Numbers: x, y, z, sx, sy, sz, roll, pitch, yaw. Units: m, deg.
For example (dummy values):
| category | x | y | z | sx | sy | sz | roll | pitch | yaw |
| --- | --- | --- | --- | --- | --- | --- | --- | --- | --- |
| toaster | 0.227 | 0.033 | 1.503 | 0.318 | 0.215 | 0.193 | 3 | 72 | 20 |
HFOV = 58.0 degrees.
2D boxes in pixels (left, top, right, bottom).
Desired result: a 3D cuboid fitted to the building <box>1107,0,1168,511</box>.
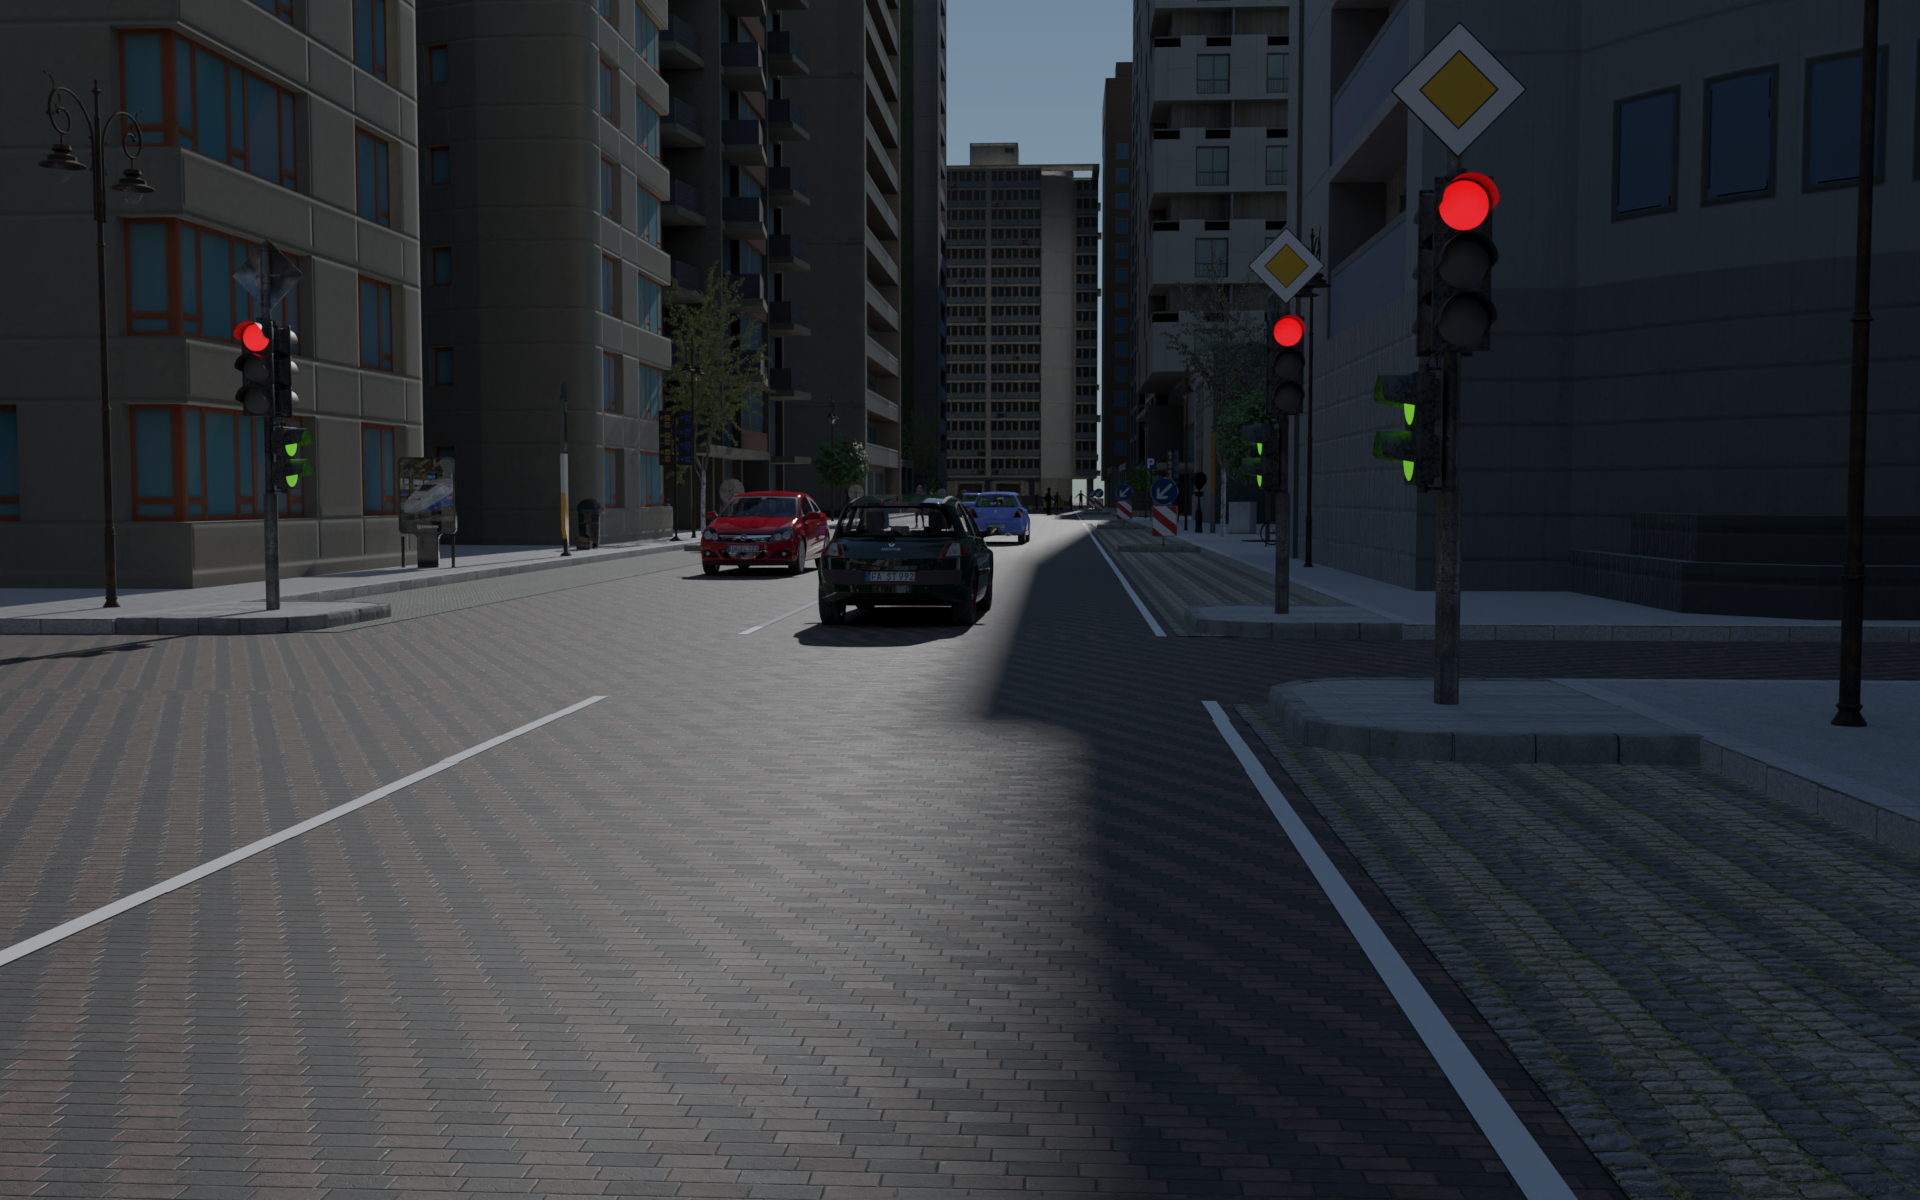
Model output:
| category | x | y | z | sx | sy | sz | roll | pitch | yaw |
| --- | --- | --- | --- | --- | --- | --- | --- | --- | --- |
| building | 24.049 | -43.964 | 157.063 | 20.563 | 71.187 | 20.611 | 0 | 4 | 3 |

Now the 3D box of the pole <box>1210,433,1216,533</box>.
| category | x | y | z | sx | sy | sz | roll | pitch | yaw |
| --- | --- | --- | --- | --- | --- | --- | --- | --- | --- |
| pole | 8.318 | -3.857 | 56.900 | 0.158 | 3.312 | 0.155 | 0 | 3 | 0 |

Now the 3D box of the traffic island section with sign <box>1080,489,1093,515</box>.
| category | x | y | z | sx | sy | sz | roll | pitch | yaw |
| --- | --- | --- | --- | --- | --- | --- | --- | --- | --- |
| traffic island section with sign | 9.519 | -6.821 | 120.156 | 1.989 | 1.847 | 2.006 | 0 | 4 | 3 |

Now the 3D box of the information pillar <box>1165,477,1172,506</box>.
| category | x | y | z | sx | sy | sz | roll | pitch | yaw |
| --- | --- | --- | --- | --- | --- | --- | --- | --- | --- |
| information pillar | 8.992 | -4.297 | 74.740 | 0.304 | 2.012 | 0.304 | 1 | 4 | 10 |

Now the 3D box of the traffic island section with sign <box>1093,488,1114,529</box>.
| category | x | y | z | sx | sy | sz | roll | pitch | yaw |
| --- | --- | --- | --- | --- | --- | --- | --- | --- | --- |
| traffic island section with sign | 6.572 | -3.797 | 70.714 | 1.989 | 1.847 | 2.006 | 0 | 4 | 3 |

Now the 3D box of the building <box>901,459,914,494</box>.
| category | x | y | z | sx | sy | sz | roll | pitch | yaw |
| --- | --- | --- | --- | --- | --- | --- | --- | --- | --- |
| building | -14.024 | -42.023 | 125.336 | 20.563 | 71.187 | 20.611 | 0 | 4 | 3 |

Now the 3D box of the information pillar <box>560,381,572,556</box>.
| category | x | y | z | sx | sy | sz | roll | pitch | yaw |
| --- | --- | --- | --- | --- | --- | --- | --- | --- | --- |
| information pillar | -8.162 | -2.714 | 35.723 | 0.183 | 3.616 | 0.504 | 0 | 4 | -5 |

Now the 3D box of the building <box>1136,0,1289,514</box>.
| category | x | y | z | sx | sy | sz | roll | pitch | yaw |
| --- | --- | --- | --- | --- | --- | --- | --- | --- | --- |
| building | 25.582 | -32.027 | 112.876 | 28.713 | 52.752 | 27.495 | 0 | 4 | 3 |

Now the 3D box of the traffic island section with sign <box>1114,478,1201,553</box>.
| category | x | y | z | sx | sy | sz | roll | pitch | yaw |
| --- | --- | --- | --- | --- | --- | --- | --- | --- | --- |
| traffic island section with sign | 4.933 | -2.111 | 43.137 | 1.989 | 1.847 | 2.006 | 0 | 4 | 3 |

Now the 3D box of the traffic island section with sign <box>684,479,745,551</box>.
| category | x | y | z | sx | sy | sz | roll | pitch | yaw |
| --- | --- | --- | --- | --- | --- | --- | --- | --- | --- |
| traffic island section with sign | -5.843 | -2.168 | 44.068 | 1.989 | 1.847 | 2.006 | 0 | 4 | 3 |

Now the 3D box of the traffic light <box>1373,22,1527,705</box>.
| category | x | y | z | sx | sy | sz | roll | pitch | yaw |
| --- | --- | --- | --- | --- | --- | --- | --- | --- | --- |
| traffic light | 2.961 | -1.320 | 10.498 | 0.839 | 4.253 | 0.868 | 0 | 4 | 3 |

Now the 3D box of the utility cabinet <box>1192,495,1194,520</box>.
| category | x | y | z | sx | sy | sz | roll | pitch | yaw |
| --- | --- | --- | --- | --- | --- | --- | --- | --- | --- |
| utility cabinet | 11.765 | -4.581 | 86.058 | 0.306 | 1.237 | 1.020 | 1 | 4 | 18 |

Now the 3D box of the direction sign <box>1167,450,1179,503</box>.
| category | x | y | z | sx | sy | sz | roll | pitch | yaw |
| --- | --- | --- | --- | --- | --- | --- | --- | --- | --- |
| direction sign | 10.844 | -5.891 | 88.312 | 0.876 | 3.537 | 0.379 | -3 | 5 | -42 |

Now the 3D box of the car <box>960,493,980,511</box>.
| category | x | y | z | sx | sy | sz | roll | pitch | yaw |
| --- | --- | --- | --- | --- | --- | --- | --- | --- | --- |
| car | 0.727 | -6.041 | 108.366 | 1.945 | 1.707 | 3.694 | 0 | 4 | 2 |

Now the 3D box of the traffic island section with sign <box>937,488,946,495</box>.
| category | x | y | z | sx | sy | sz | roll | pitch | yaw |
| --- | --- | --- | --- | --- | --- | --- | --- | --- | --- |
| traffic island section with sign | -1.242 | -6.903 | 121.498 | 1.989 | 1.847 | 2.006 | 0 | 4 | 3 |

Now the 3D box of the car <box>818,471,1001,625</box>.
| category | x | y | z | sx | sy | sz | roll | pitch | yaw |
| --- | --- | --- | --- | --- | --- | --- | --- | --- | --- |
| car | -0.560 | -0.645 | 20.338 | 2.009 | 1.686 | 4.222 | 0 | 4 | 5 |

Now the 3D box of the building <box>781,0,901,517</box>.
| category | x | y | z | sx | sy | sz | roll | pitch | yaw |
| --- | --- | --- | --- | --- | --- | --- | --- | --- | --- |
| building | -15.211 | -29.437 | 104.994 | 21.300 | 48.544 | 21.600 | 0 | 4 | 3 |

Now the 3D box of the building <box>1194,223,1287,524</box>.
| category | x | y | z | sx | sy | sz | roll | pitch | yaw |
| --- | --- | --- | --- | --- | --- | --- | --- | --- | --- |
| building | 21.688 | -46.086 | 66.185 | 22.319 | 86.520 | 31.000 | 0 | 4 | 3 |

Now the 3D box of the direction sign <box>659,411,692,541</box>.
| category | x | y | z | sx | sy | sz | roll | pitch | yaw |
| --- | --- | --- | --- | --- | --- | --- | --- | --- | --- |
| direction sign | -7.748 | -3.375 | 47.178 | 0.876 | 3.537 | 0.379 | -1 | 4 | -13 |

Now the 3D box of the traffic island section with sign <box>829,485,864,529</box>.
| category | x | y | z | sx | sy | sz | roll | pitch | yaw |
| --- | --- | --- | --- | --- | --- | --- | --- | --- | --- |
| traffic island section with sign | -4.249 | -3.813 | 70.976 | 1.989 | 1.847 | 2.006 | 0 | 4 | 3 |

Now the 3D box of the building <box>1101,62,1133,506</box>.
| category | x | y | z | sx | sy | sz | roll | pitch | yaw |
| --- | --- | --- | --- | --- | --- | --- | --- | --- | --- |
| building | 22.213 | -32.585 | 182.882 | 14.200 | 45.320 | 14.600 | 0 | 4 | 3 |

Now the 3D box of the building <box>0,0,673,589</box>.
| category | x | y | z | sx | sy | sz | roll | pitch | yaw |
| --- | --- | --- | --- | --- | --- | --- | --- | --- | --- |
| building | -23.304 | -11.799 | 37.949 | 27.650 | 21.520 | 28.899 | 0 | 4 | 3 |

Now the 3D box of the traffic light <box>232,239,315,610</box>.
| category | x | y | z | sx | sy | sz | roll | pitch | yaw |
| --- | --- | --- | --- | --- | --- | --- | --- | --- | --- |
| traffic light | -7.608 | -1.846 | 19.107 | 0.839 | 4.253 | 0.868 | 0 | 4 | 3 |

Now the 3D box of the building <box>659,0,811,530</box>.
| category | x | y | z | sx | sy | sz | roll | pitch | yaw |
| --- | --- | --- | --- | --- | --- | --- | --- | --- | --- |
| building | -18.495 | -25.640 | 73.833 | 22.147 | 44.769 | 28.867 | 0 | 4 | 3 |

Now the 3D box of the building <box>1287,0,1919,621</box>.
| category | x | y | z | sx | sy | sz | roll | pitch | yaw |
| --- | --- | --- | --- | --- | --- | --- | --- | --- | --- |
| building | 20.262 | -29.527 | 24.766 | 28.212 | 58.520 | 21.231 | 0 | 4 | 3 |

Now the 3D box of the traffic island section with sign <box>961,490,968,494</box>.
| category | x | y | z | sx | sy | sz | roll | pitch | yaw |
| --- | --- | --- | --- | --- | --- | --- | --- | --- | --- |
| traffic island section with sign | 0.390 | -8.582 | 148.950 | 1.989 | 1.847 | 2.006 | 0 | 4 | 3 |

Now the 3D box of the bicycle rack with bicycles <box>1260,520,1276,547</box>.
| category | x | y | z | sx | sy | sz | roll | pitch | yaw |
| --- | --- | --- | --- | --- | --- | --- | --- | --- | --- |
| bicycle rack with bicycles | 8.630 | -1.778 | 42.459 | 2.925 | 0.926 | 2.852 | 3 | 4 | 39 |

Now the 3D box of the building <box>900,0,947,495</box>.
| category | x | y | z | sx | sy | sz | roll | pitch | yaw |
| --- | --- | --- | --- | --- | --- | --- | --- | --- | --- |
| building | -15.505 | -37.784 | 159.770 | 28.212 | 58.520 | 21.231 | 0 | 4 | 3 |

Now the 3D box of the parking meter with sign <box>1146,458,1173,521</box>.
| category | x | y | z | sx | sy | sz | roll | pitch | yaw |
| --- | --- | --- | --- | --- | --- | --- | --- | --- | --- |
| parking meter with sign | 9.697 | -5.345 | 83.644 | 0.543 | 3.016 | 1.738 | 3 | 5 | 41 |

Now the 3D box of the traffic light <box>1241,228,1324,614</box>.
| category | x | y | z | sx | sy | sz | roll | pitch | yaw |
| --- | --- | --- | --- | --- | --- | --- | --- | --- | --- |
| traffic light | 3.434 | -1.807 | 18.469 | 0.839 | 4.253 | 0.868 | 0 | 4 | 3 |

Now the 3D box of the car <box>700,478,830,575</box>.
| category | x | y | z | sx | sy | sz | roll | pitch | yaw |
| --- | --- | --- | --- | --- | --- | --- | --- | --- | --- |
| car | -3.569 | -1.416 | 32.188 | 2.155 | 1.783 | 4.494 | 0 | 4 | 5 |

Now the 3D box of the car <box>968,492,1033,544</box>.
| category | x | y | z | sx | sy | sz | roll | pitch | yaw |
| --- | --- | --- | --- | --- | --- | --- | --- | --- | --- |
| car | 1.171 | -2.532 | 50.981 | 1.945 | 1.707 | 3.694 | 0 | 4 | 5 |

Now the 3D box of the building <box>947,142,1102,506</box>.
| category | x | y | z | sx | sy | sz | roll | pitch | yaw |
| --- | --- | --- | --- | --- | --- | --- | --- | --- | --- |
| building | 3.745 | -30.722 | 194.177 | 23.993 | 40.220 | 32.217 | 0 | 4 | 3 |
